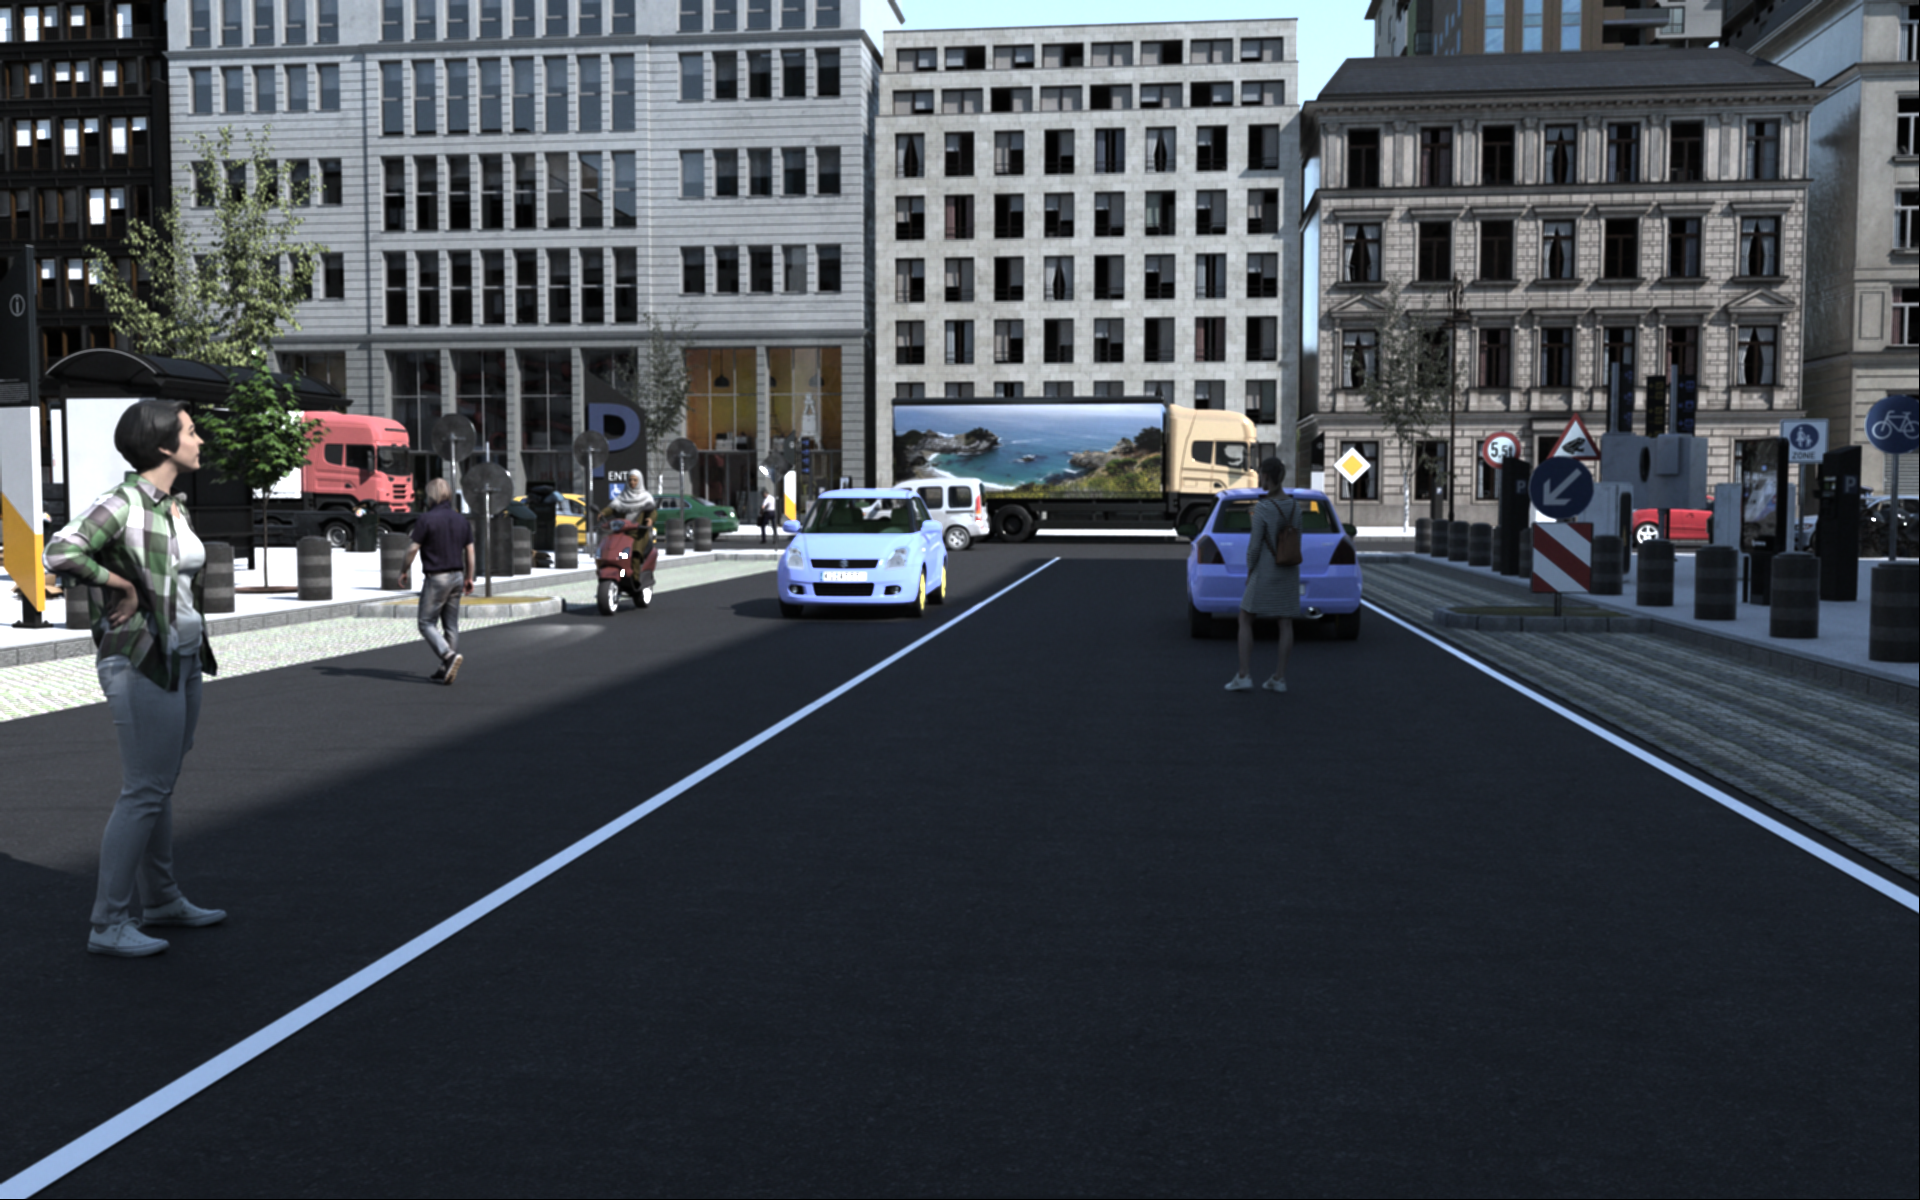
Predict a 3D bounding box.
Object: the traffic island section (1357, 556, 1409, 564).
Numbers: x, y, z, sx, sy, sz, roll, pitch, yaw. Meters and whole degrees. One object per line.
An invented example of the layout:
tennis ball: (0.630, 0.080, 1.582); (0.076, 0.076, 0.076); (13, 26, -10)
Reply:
traffic island section: (8.357, -0.896, 36.933); (2.009, 0.180, 2.903); (0, 4, 7)

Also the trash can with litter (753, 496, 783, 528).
trash can with litter: (-7.066, -3.422, 67.013); (1.678, 1.210, 2.233); (-1, 4, -14)

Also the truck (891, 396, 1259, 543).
truck: (3.739, -3.791, 50.895); (11.283, 4.237, 2.839); (1, 4, 9)

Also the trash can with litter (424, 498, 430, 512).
trash can with litter: (-26.861, -4.570, 86.112); (1.055, 1.170, 0.624); (1, 4, 17)

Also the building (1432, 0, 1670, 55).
building: (43.014, -29.268, 128.649); (14.600, 45.320, 14.200); (0, 4, 7)

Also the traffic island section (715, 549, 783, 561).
traffic island section: (-4.098, -0.986, 38.398); (2.009, 0.180, 2.903); (0, 4, 7)

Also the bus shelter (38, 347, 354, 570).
bus shelter: (-11.561, -2.004, 26.696); (2.014, 3.302, 5.546); (0, 4, 7)

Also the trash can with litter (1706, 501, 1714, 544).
trash can with litter: (13.298, -1.122, 29.739); (0.624, 1.170, 1.055); (0, 4, -7)

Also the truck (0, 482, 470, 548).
truck: (-21.541, -3.322, 44.080); (18.799, 4.110, 2.967); (0, 4, 6)

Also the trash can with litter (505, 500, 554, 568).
trash can with litter: (-7.532, -1.159, 30.342); (1.055, 1.170, 0.624); (3, 4, 36)

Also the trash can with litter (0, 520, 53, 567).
trash can with litter: (-16.689, -1.184, 30.742); (1.055, 1.170, 0.624); (-1, 4, -22)

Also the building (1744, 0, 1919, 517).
building: (48.904, -14.545, 71.087); (30.059, 22.955, 16.112); (0, 4, 7)

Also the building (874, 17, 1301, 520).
building: (5.546, -13.412, 74.041); (16.860, 20.320, 10.420); (0, 4, 7)

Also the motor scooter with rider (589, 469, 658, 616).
motor scooter with rider: (-4.104, -0.745, 21.147); (0.876, 1.779, 1.986); (0, 4, 6)

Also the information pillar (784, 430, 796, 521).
information pillar: (-6.174, -4.375, 62.886); (0.504, 3.616, 0.183); (-3, 5, -43)

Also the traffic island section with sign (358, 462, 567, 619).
traffic island section with sign: (-5.842, -0.741, 20.752); (1.989, 1.847, 2.006); (0, 4, 7)

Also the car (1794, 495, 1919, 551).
car: (22.365, -1.854, 42.317); (4.499, 1.417, 2.014); (0, 4, 5)

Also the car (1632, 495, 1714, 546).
car: (19.743, -2.297, 46.596); (4.494, 1.783, 2.155); (0, 4, 5)

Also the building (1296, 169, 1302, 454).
building: (47.915, -39.644, 237.420); (27.495, 52.752, 28.713); (0, 4, 7)

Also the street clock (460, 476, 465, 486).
street clock: (-19.267, -3.859, 67.668); (0.471, 2.002, 0.358); (2, 4, 27)

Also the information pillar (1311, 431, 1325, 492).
information pillar: (13.252, -4.450, 64.111); (0.504, 3.616, 0.183); (1, 4, 22)

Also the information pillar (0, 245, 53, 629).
information pillar: (-8.966, -1.540, 16.531); (0.504, 3.616, 0.183); (2, 4, 26)

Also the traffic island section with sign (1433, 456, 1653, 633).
traffic island section with sign: (6.233, -0.622, 18.791); (1.989, 1.847, 2.006); (0, 4, 7)

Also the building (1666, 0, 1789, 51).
building: (83.281, -34.877, 159.483); (27.495, 52.752, 28.713); (0, 4, 7)

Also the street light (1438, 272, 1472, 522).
street light: (10.313, -3.880, 36.224); (0.468, 5.910, 1.993); (0, 4, 7)

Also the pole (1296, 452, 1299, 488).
pole: (16.489, -5.567, 84.864); (0.158, 3.312, 0.155); (0, 3, 0)

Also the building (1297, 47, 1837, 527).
building: (23.328, -12.594, 70.547); (19.286, 19.102, 10.561); (0, 4, 7)

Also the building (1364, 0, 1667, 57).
building: (53.942, -35.104, 163.193); (28.713, 52.752, 27.495); (0, 4, 7)

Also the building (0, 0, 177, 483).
building: (-40.592, -15.284, 79.569); (15.834, 23.373, 12.332); (0, 4, 7)

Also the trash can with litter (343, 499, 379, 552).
trash can with litter: (-13.295, -1.643, 38.245); (1.055, 1.170, 0.624); (3, 5, 40)

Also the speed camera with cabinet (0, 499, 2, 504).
speed camera with cabinet: (-34.856, -4.251, 63.835); (0.660, 3.252, 2.038); (-3, 5, -44)

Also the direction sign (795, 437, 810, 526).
direction sign: (-6.450, -4.733, 69.382); (0.876, 3.537, 0.379); (0, 4, 7)

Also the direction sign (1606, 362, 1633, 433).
direction sign: (11.423, -2.327, 30.049); (0.876, 3.537, 0.379); (-3, 5, -43)

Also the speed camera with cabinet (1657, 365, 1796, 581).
speed camera with cabinet: (11.491, -1.945, 26.141); (0.660, 3.252, 2.038); (-3, 4, -39)

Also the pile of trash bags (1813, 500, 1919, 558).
pile of trash bags: (18.105, -1.578, 35.557); (3.447, 1.369, 1.912); (1, 4, 12)

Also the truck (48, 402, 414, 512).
truck: (-22.091, -3.957, 53.604); (11.283, 4.237, 2.839); (0, 4, 5)

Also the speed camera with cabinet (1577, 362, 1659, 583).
speed camera with cabinet: (9.617, -1.901, 25.417); (0.660, 3.252, 2.038); (2, 4, 33)

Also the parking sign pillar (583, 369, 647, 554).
parking sign pillar: (-7.416, -2.989, 37.339); (1.447, 3.967, 1.447); (-1, 4, -16)

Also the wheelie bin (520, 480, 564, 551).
wheelie bin: (-9.480, -1.922, 39.340); (0.980, 1.594, 0.693); (-1, 4, -19)

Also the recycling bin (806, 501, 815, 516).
recycling bin: (-5.148, -3.104, 63.297); (0.722, 1.027, 0.722); (3, 4, 38)

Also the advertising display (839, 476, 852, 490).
advertising display: (-4.131, -3.515, 62.688); (0.123, 1.923, 0.974); (-2, 4, -25)

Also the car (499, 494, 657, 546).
car: (-9.651, -2.045, 43.663); (3.980, 1.641, 2.015); (0, 4, 7)

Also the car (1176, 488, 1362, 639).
car: (3.286, -0.544, 18.493); (1.945, 1.707, 3.694); (0, 4, 7)

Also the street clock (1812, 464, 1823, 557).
street clock: (16.345, -1.730, 32.860); (0.358, 2.002, 0.471); (1, 4, 20)

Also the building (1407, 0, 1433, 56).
building: (43.808, -28.149, 143.839); (14.154, 41.232, 14.086); (0, 4, 7)

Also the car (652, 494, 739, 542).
car: (-9.264, -2.538, 53.296); (4.920, 1.459, 2.131); (0, 4, 8)

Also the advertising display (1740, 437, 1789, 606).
advertising display: (9.286, -0.906, 20.024); (0.123, 1.923, 0.974); (0, 4, 2)

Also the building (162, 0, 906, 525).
building: (-17.951, -18.290, 76.533); (29.804, 29.767, 11.434); (0, 4, 7)

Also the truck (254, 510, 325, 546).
truck: (-27.151, -3.626, 49.037); (18.799, 4.110, 2.967); (0, 4, 5)

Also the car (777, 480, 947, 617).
car: (-1.147, -0.716, 21.301); (1.945, 1.707, 3.694); (0, 4, 5)

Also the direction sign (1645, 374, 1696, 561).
direction sign: (13.543, -2.512, 33.076); (0.876, 3.537, 0.379); (2, 4, 31)
